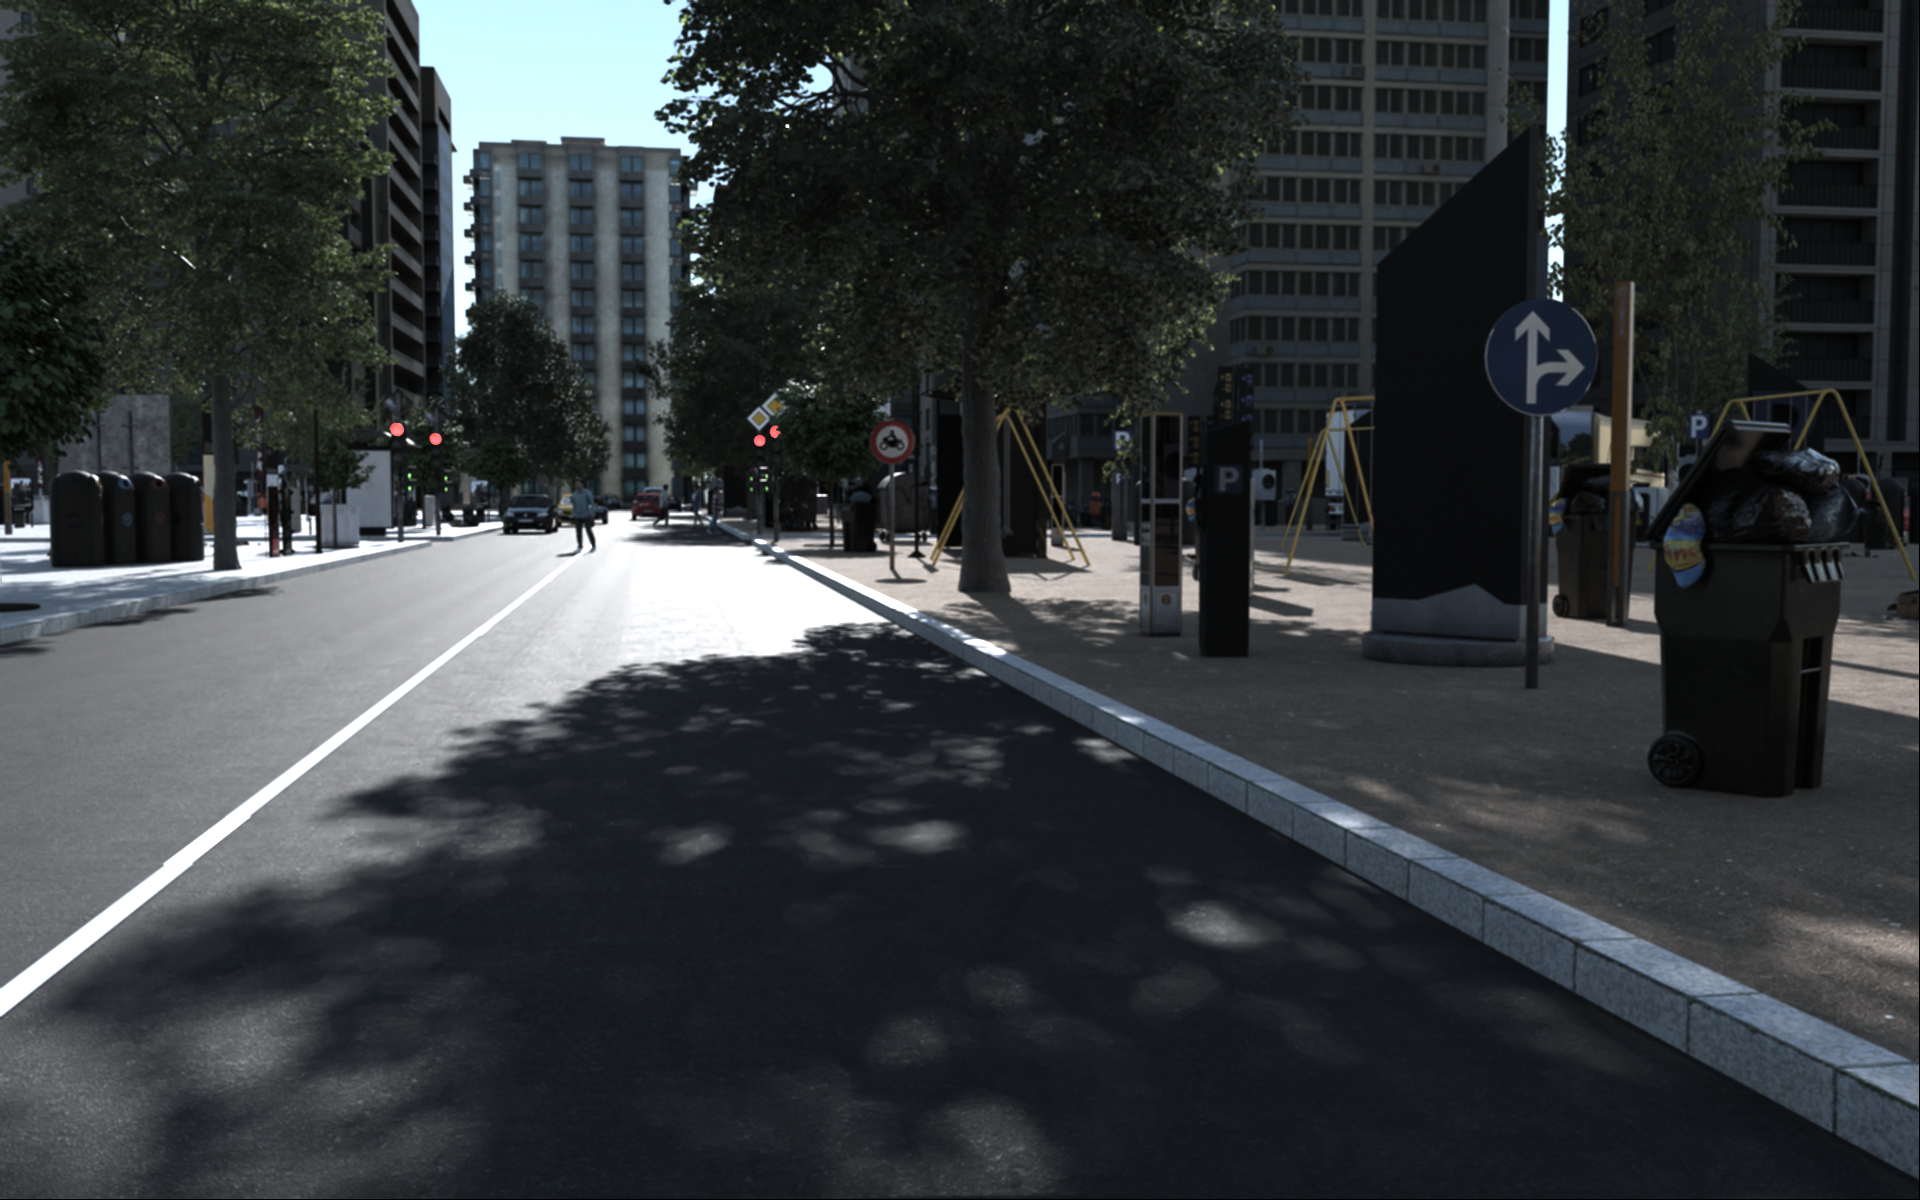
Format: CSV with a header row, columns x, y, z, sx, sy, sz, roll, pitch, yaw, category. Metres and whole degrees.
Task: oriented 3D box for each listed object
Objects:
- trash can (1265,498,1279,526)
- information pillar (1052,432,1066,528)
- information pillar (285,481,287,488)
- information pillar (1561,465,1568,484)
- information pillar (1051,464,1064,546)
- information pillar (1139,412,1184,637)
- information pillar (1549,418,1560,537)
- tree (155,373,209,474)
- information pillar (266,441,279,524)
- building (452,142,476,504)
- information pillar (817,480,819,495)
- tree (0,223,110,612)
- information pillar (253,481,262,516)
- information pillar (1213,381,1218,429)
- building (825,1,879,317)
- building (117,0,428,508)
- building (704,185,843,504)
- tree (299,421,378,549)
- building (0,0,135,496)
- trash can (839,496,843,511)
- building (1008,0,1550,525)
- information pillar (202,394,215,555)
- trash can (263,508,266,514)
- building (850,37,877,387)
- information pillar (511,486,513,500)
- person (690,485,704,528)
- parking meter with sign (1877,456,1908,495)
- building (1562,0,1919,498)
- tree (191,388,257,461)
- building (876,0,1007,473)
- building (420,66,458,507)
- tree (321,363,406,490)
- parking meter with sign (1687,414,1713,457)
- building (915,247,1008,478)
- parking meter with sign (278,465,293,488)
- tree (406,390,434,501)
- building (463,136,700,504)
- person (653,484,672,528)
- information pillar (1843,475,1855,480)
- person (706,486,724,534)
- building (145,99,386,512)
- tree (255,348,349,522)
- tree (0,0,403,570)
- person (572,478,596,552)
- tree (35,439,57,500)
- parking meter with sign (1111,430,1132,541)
x,y,z,sx,sy,sz,roll,pitch,yaw,category
12.334,-3.503,68.934,0.748,1.137,0.748,0,3,0,trash can
3.709,-4.494,64.826,0.504,3.616,0.183,-1,4,-13,information pillar
-36.910,-5.505,94.497,0.304,2.012,0.304,0,4,4,information pillar
15.409,-2.404,43.794,0.304,2.012,0.304,-3,5,-41,information pillar
2.413,-2.342,42.783,0.304,2.012,0.304,0,4,7,information pillar
1.815,-0.681,15.629,0.304,2.012,0.304,-1,4,-14,information pillar
17.634,-3.683,51.567,0.183,3.616,0.504,-2,4,-24,information pillar
-46.429,-9.326,102.850,4.737,8.622,4.395,0,3,0,tree
-29.048,-5.003,73.151,0.504,3.616,0.183,0,4,-6,information pillar
-80.212,-39.260,231.137,27.495,52.752,28.713,-1,4,-10,building
-9.924,-7.871,120.052,0.183,3.616,0.504,-3,5,-40,information pillar
-11.017,-2.167,19.137,4.285,4.588,4.351,0,3,0,tree
-40.991,-5.907,101.066,0.304,2.012,0.304,2,4,33,information pillar
4.870,-2.515,32.475,0.183,3.616,0.504,-1,4,-12,information pillar
1.319,-36.225,181.512,28.713,52.752,27.495,-1,4,-10,building
-58.227,-32.049,147.703,21.300,48.544,21.600,-1,4,-10,building
-20.977,-35.716,238.585,28.867,44.769,22.147,-1,4,-10,building
-14.756,-2.831,40.882,1.663,3.219,1.824,0,3,0,tree
-94.291,-38.278,167.845,28.212,58.520,21.231,-1,4,-10,building
-8.433,-6.990,125.933,0.748,1.137,0.748,0,3,0,trash can
15.725,-24.196,87.482,23.993,40.220,32.217,-1,4,-10,building
-15.663,-2.760,36.480,0.504,3.616,0.183,-1,4,-8,information pillar
-43.053,-5.882,107.823,0.748,1.137,0.748,0,3,0,trash can
-2.422,-31.184,159.971,14.600,45.320,14.200,-1,4,-10,building
-28.136,-7.179,108.735,0.183,3.616,0.504,0,4,-5,information pillar
-11.110,-3.960,73.273,0.654,1.822,0.581,-2,4,-26,person
42.663,-5.042,78.697,1.738,3.016,0.543,1,4,17,parking meter with sign
46.068,-39.795,88.898,20.611,71.187,20.563,-1,4,-10,building
-50.382,-10.326,119.191,4.360,8.622,3.978,0,3,0,tree
-0.205,-28.261,145.660,14.154,41.232,14.086,-1,4,-10,building
-60.029,-32.274,177.789,14.200,45.320,14.600,-1,4,-10,building
-34.707,-9.050,98.335,4.360,8.622,3.978,0,3,0,tree
16.803,-2.565,38.196,1.738,3.016,0.543,-2,4,-32,parking meter with sign
12.622,-16.854,120.598,27.650,21.520,28.899,-1,4,-10,building
-40.375,-6.594,104.070,0.543,3.016,1.738,0,4,3,parking meter with sign
-38.557,-10.480,121.714,4.360,8.622,3.978,0,3,0,tree
-50.827,-37.635,234.942,30.456,49.044,23.786,-1,4,-10,building
-12.382,-3.900,72.116,0.795,1.843,0.661,-2,4,-29,person
33.645,-3.737,65.594,0.304,2.012,0.304,-1,4,-18,information pillar
-8.837,-3.245,62.399,0.643,1.720,0.563,-1,4,-10,person
-51.939,-21.971,130.928,14.160,30.474,14.107,-1,4,-10,building
-33.833,-8.476,88.939,4.737,8.622,4.395,0,3,0,tree
-12.705,-6.764,28.713,7.486,12.596,7.792,0,3,0,tree
-9.296,-2.104,42.913,0.660,1.820,0.620,1,4,16,person
-47.549,-8.749,93.405,4.737,8.622,4.395,0,3,0,tree
4.466,-3.184,48.321,0.543,3.016,1.738,0,4,2,parking meter with sign
